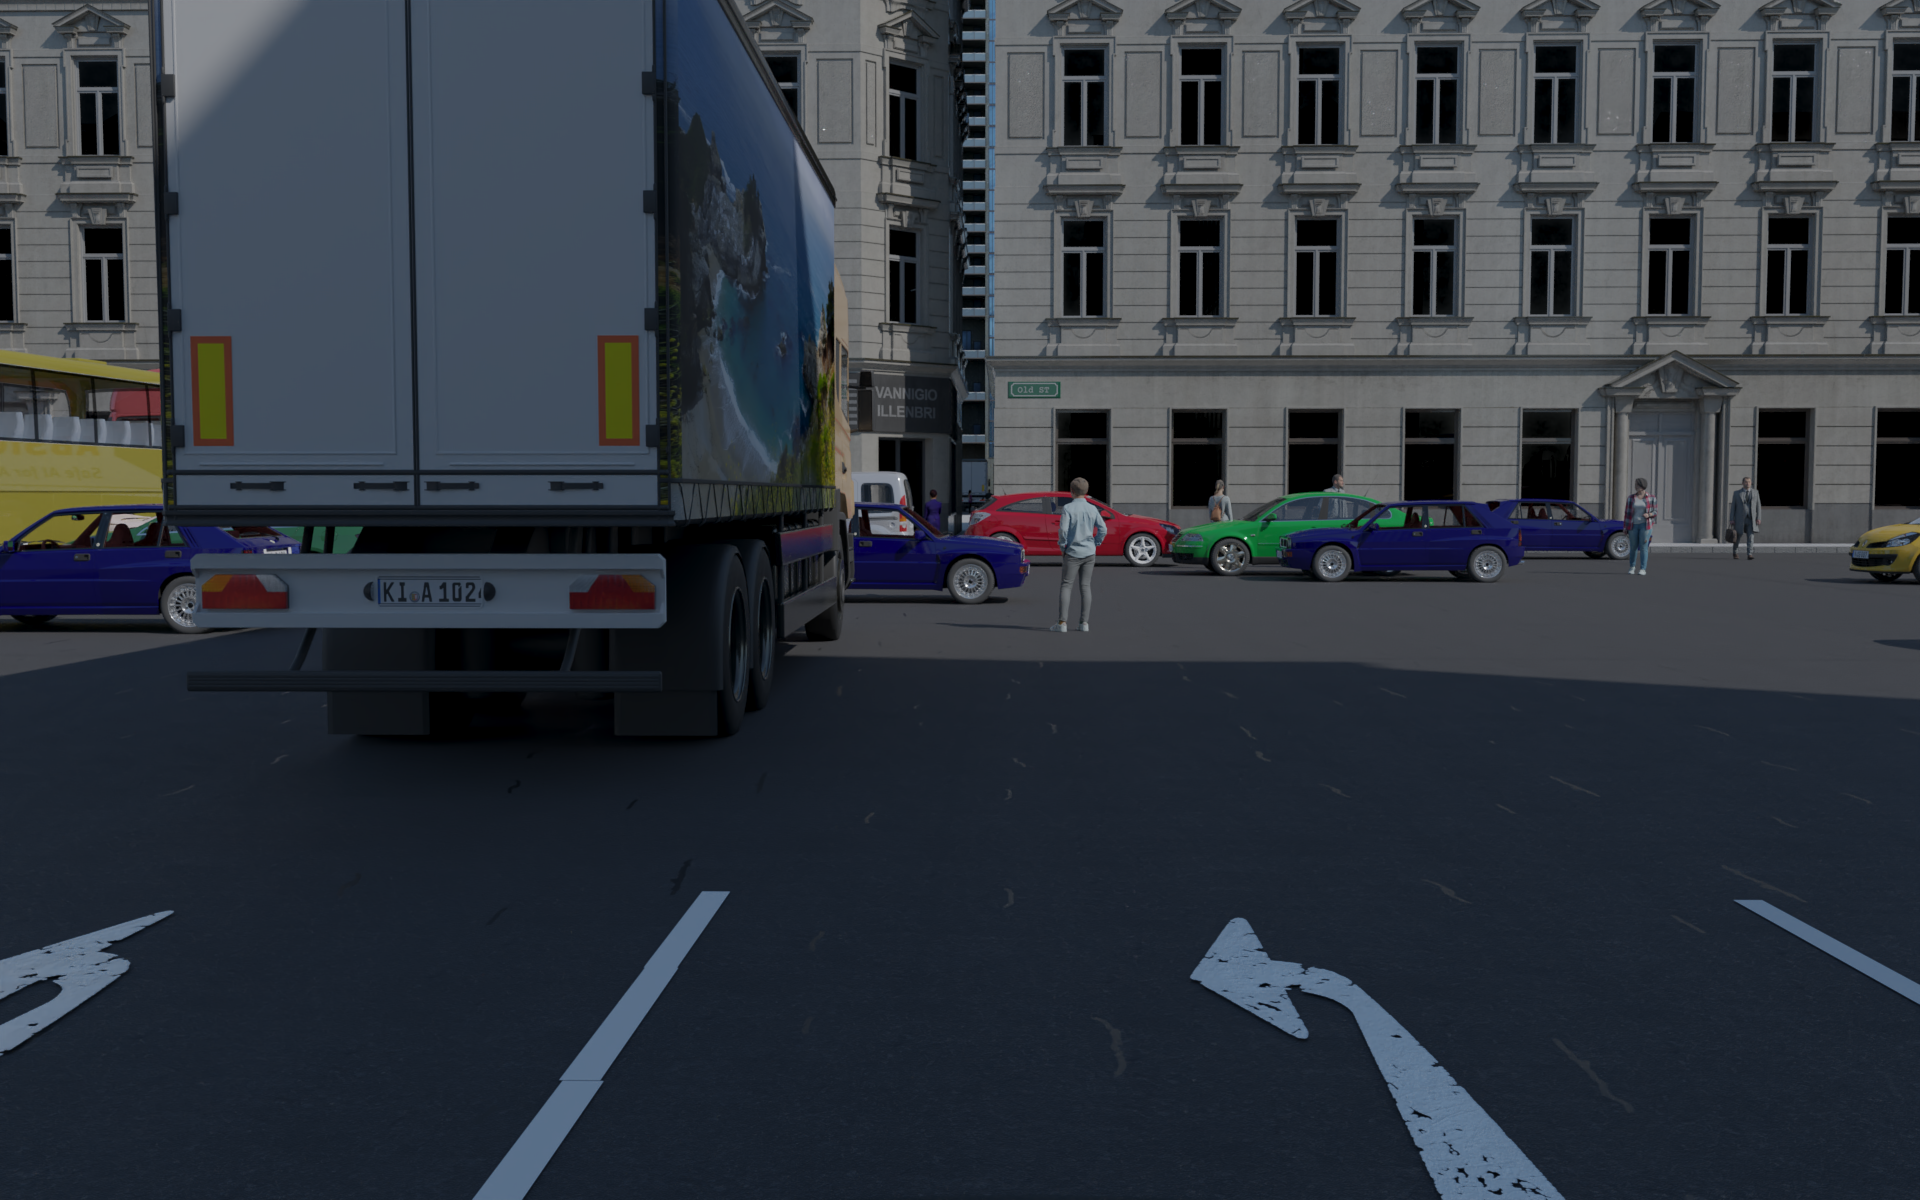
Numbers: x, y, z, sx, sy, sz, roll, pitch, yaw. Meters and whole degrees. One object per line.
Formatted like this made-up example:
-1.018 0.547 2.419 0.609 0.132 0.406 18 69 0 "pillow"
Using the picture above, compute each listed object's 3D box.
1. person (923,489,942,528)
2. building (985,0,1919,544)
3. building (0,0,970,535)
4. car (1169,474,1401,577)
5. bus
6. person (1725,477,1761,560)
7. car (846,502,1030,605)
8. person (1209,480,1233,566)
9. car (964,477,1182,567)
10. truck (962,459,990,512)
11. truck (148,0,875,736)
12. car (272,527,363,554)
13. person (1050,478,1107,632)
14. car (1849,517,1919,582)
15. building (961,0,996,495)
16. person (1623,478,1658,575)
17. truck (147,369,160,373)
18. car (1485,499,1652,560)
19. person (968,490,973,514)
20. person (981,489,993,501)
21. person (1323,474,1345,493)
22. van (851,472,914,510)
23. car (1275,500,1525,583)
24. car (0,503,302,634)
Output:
-0.652 -1.706 38.760 0.453 1.535 0.546 -2 4 -35 "person"
22.532 -16.837 51.697 44.131 29.872 17.030 0 4 2 "building"
-21.568 -16.942 53.422 44.131 29.872 17.030 0 4 2 "building"
6.105 -1.353 30.910 4.718 1.807 1.959 0 4 1 "car"
-15.030 -2.092 25.744 2.896 3.916 12.252 0 4 1 "bus"
17.184 -1.795 37.943 0.694 1.812 0.767 1 4 12 "person"
-1.005 -0.655 23.295 3.894 1.354 1.945 0 4 3 "car"
4.991 -1.457 33.328 0.512 1.701 0.522 2 4 26 "person"
2.328 -1.574 34.783 4.494 1.783 2.155 0 4 3 "car"
1.059 -9.505 144.328 2.839 4.237 11.283 0 4 2 "truck"
-2.400 -1.507 13.553 2.839 4.237 11.283 0 4 1 "truck"
-9.972 -0.735 23.823 4.920 1.459 2.131 0 4 1 "car"
1.241 -0.477 18.118 0.589 1.601 0.330 -1 4 -16 "person"
16.520 -1.082 27.911 3.980 1.641 2.015 0 4 2 "car"
4.241 -55.094 213.452 31.000 86.520 22.319 0 4 2 "building"
12.114 -1.315 30.832 0.563 1.720 0.643 2 4 32 "person"
-11.401 -2.753 33.921 11.283 4.237 2.839 0 4 3 "truck"
13.176 -1.580 38.414 3.894 1.354 1.945 0 4 0 "car"
0.816 -7.136 125.852 0.721 1.739 1.217 1 4 10 "person"
2.328 -7.876 137.301 1.348 1.821 0.705 1 4 16 "person"
7.223 -1.520 33.445 0.635 1.810 0.391 -3 4 -39 "person"
-2.887 -1.560 32.517 4.112 2.044 2.013 0 4 3 "van"
7.262 -0.994 28.824 3.894 1.354 1.945 0 4 3 "car"
-9.145 -0.363 18.519 3.894 1.354 1.945 0 4 1 "car"
